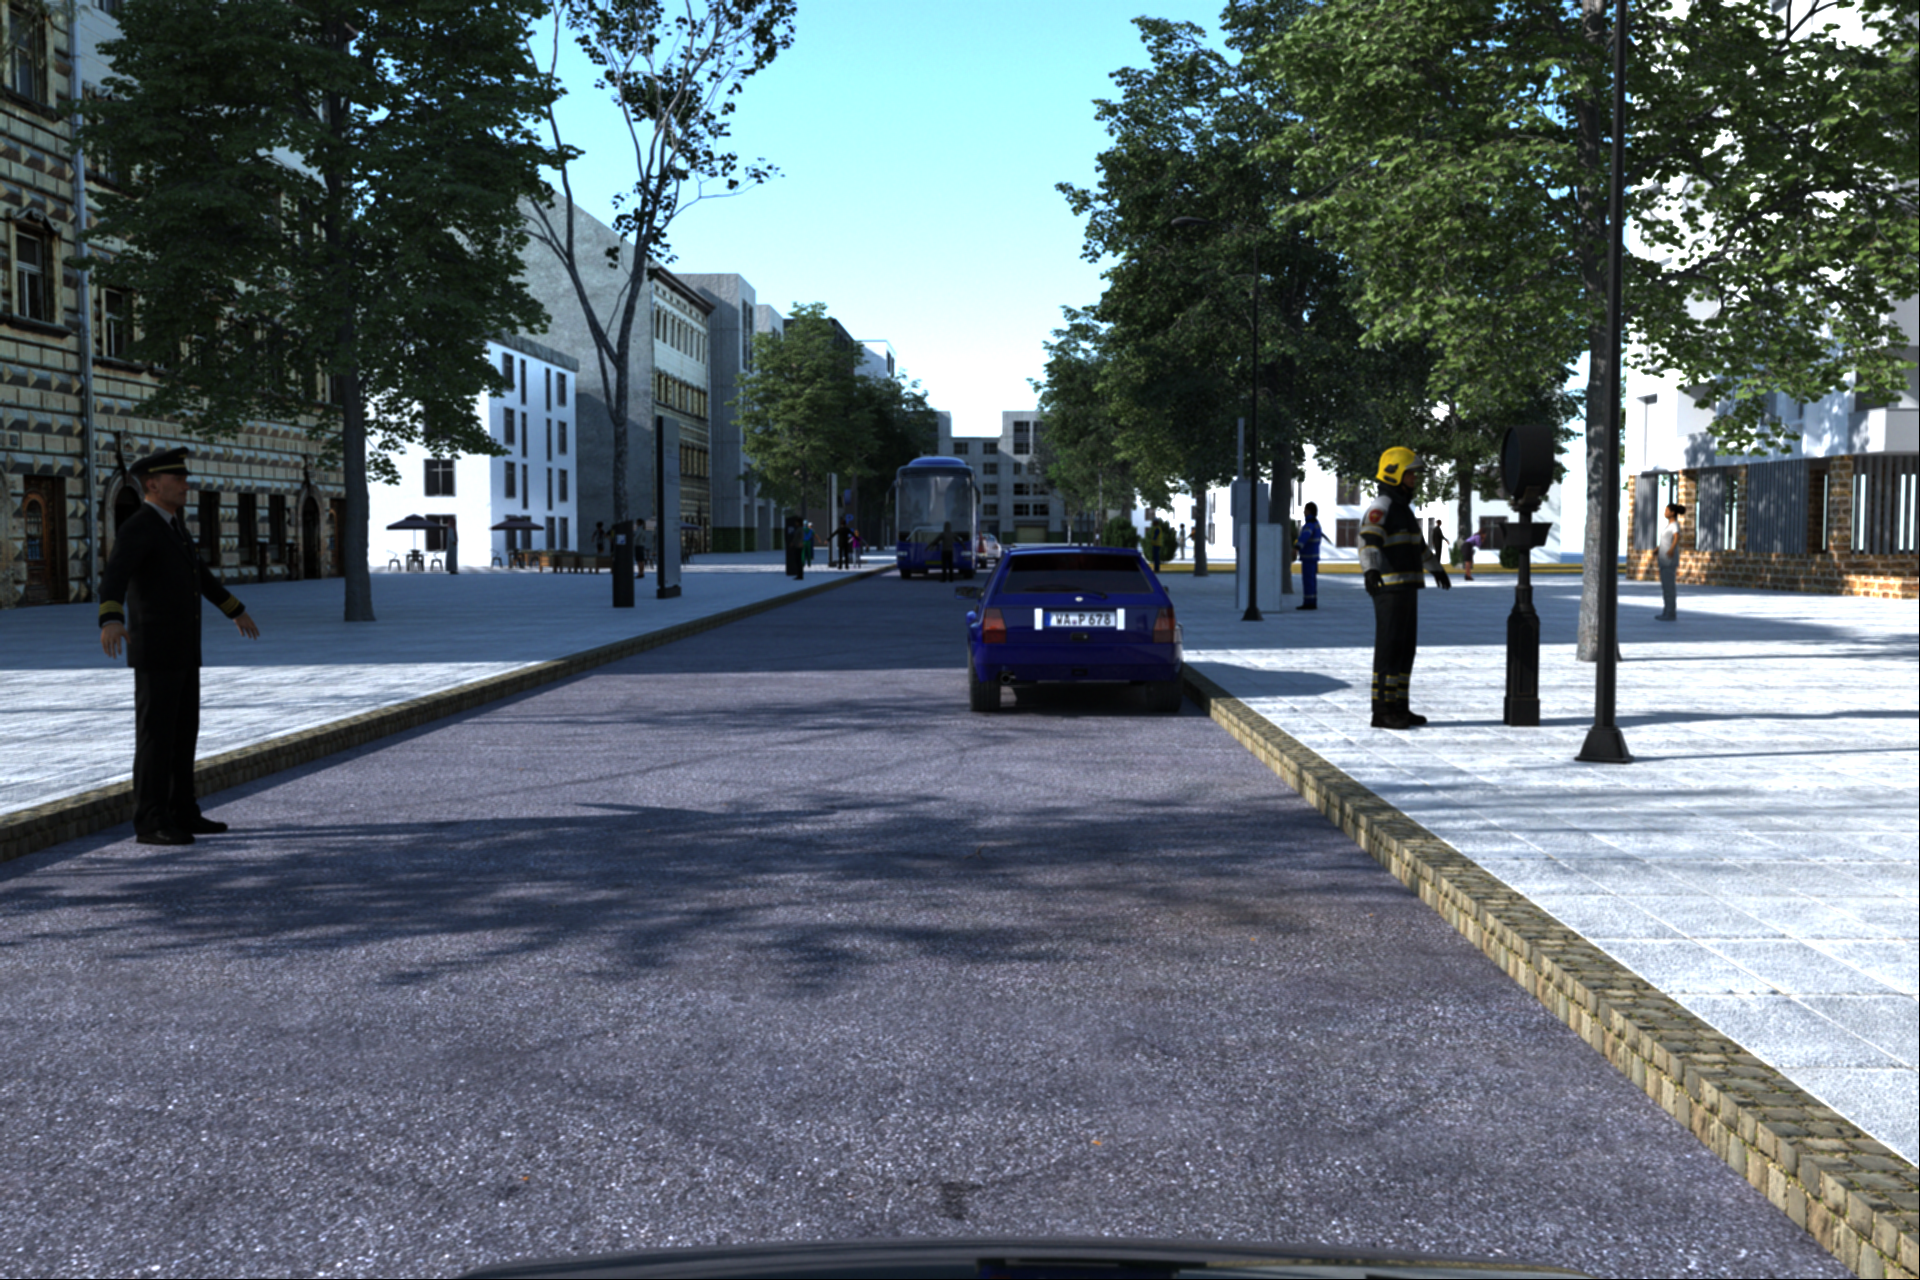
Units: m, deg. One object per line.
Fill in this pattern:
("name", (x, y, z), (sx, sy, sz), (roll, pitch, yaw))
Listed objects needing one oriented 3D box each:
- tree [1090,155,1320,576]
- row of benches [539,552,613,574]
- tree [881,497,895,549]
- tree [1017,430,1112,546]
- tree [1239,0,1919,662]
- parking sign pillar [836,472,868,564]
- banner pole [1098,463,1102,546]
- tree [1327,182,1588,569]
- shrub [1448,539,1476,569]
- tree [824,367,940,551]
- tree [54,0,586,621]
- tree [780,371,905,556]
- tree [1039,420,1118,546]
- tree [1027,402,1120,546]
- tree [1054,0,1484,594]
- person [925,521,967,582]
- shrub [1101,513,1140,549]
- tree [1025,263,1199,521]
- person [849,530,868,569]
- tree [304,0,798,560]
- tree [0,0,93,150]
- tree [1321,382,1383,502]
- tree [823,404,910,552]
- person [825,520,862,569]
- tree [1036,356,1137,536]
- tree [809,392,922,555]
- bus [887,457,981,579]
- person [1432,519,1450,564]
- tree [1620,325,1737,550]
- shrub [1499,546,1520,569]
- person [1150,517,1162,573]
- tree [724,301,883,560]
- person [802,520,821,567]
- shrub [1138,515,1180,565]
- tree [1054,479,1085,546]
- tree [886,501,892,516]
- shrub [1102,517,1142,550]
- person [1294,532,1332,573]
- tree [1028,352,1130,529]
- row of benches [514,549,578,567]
("tree", (7.511, -8.184, 51.943), (7.486, 12.596, 7.792), (0, 3, 0))
("row of benches", (-12.716, -2.548, 57.115), (1.422, 0.672, 4.104), (-3, 5, -40))
("tree", (-6.325, -11.976, 146.171), (4.360, 8.622, 3.978), (0, 3, 0))
("tree", (10.429, -15.377, 161.789), (12.009, 13.543, 11.850), (0, 3, 0))
("tree", (6.158, -6.077, 17.481), (7.486, 12.596, 7.792), (0, 3, 0))
("parking sign pillar", (-4.714, -5.291, 74.975), (1.447, 3.967, 1.447), (0, 4, 2))
("banner pole", (4.932, -4.332, 60.842), (0.401, 3.779, 0.863), (0, 4, 1))
("tree", (18.307, -9.558, 62.936), (9.857, 13.997, 8.962), (0, 3, 0))
("shrub", (18.372, -3.196, 63.373), (1.383, 1.207, 1.383), (0, 3, 0))
("tree", (-6.180, -13.811, 132.458), (9.857, 13.997, 8.962), (0, 3, 0))
("tree", (-9.045, -6.527, 24.851), (7.486, 12.596, 7.792), (0, 3, 0))
("tree", (-6.763, -10.120, 99.876), (8.767, 10.594, 7.601), (1, 4, 17))
("tree", (9.561, -11.722, 126.069), (8.767, 10.594, 7.601), (2, 4, 24))
("tree", (9.721, -13.925, 138.041), (12.009, 13.543, 11.850), (0, 3, 0))
("tree", (6.872, -7.975, 37.039), (9.857, 13.997, 8.962), (0, 3, 0))
("person", (-0.392, -2.631, 51.595), (1.348, 1.813, 0.705), (-2, 4, -23))
("shrub", (6.040, -3.827, 66.618), (1.661, 2.075, 1.752), (0, 3, 0))
("tree", (7.962, -10.817, 83.512), (9.857, 13.997, 8.962), (0, 3, 0))
("person", (-3.868, -3.382, 64.562), (0.991, 1.433, 0.599), (-2, 4, -25))
("tree", (-9.486, -11.484, 43.651), (12.611, 20.169, 13.585), (0, 3, 0))
("tree", (-8.877, -3.766, 11.939), (4.360, 8.622, 3.978), (0, 3, 0))
("tree", (17.580, -7.540, 73.639), (4.737, 8.622, 4.395), (0, 3, 0))
("tree", (-6.151, -11.414, 121.032), (7.601, 10.594, 8.767), (-1, 4, -8))
("person", (-4.239, -3.473, 62.967), (1.347, 1.806, 0.705), (-1, 4, -10))
("tree", (8.294, -10.717, 100.979), (9.928, 11.665, 9.643), (0, 3, 0))
("tree", (-6.070, -10.654, 108.608), (8.767, 10.594, 7.601), (1, 4, 17))
("bus", (-0.659, -4.120, 58.912), (2.896, 3.916, 12.251), (0, 4, 1))
("person", (16.511, -3.269, 59.666), (0.704, 1.802, 1.346), (0, 4, -6))
("tree", (29.851, -9.337, 70.780), (7.486, 12.596, 7.792), (0, 3, 0))
("shrub", (20.124, -3.187, 63.218), (1.383, 1.207, 1.383), (0, 3, 0))
("person", (6.473, -3.145, 57.395), (0.705, 1.833, 1.349), (1, 4, 11))
("tree", (-7.558, -10.167, 84.363), (7.486, 12.596, 7.792), (0, 3, 0))
("person", (-5.992, -3.737, 67.224), (1.347, 1.817, 0.704), (-2, 4, -24))
("shrub", (8.365, -4.203, 72.757), (1.661, 2.075, 1.752), (0, 3, 0))
("tree", (9.492, -12.442, 153.796), (4.360, 8.622, 3.978), (0, 3, 0))
("tree", (-5.665, -12.681, 157.693), (4.737, 8.622, 4.395), (0, 3, 0))
("shrub", (7.036, -4.352, 75.193), (1.661, 2.075, 1.752), (0, 3, 0))
("person", (11.545, -3.070, 56.654), (1.216, 1.772, 0.721), (1, 4, 9))
("tree", (9.106, -12.452, 113.957), (12.009, 13.543, 11.850), (0, 3, 0))
("row of benches", (-16.790, -3.347, 70.184), (1.422, 0.672, 4.104), (1, 4, 18))
